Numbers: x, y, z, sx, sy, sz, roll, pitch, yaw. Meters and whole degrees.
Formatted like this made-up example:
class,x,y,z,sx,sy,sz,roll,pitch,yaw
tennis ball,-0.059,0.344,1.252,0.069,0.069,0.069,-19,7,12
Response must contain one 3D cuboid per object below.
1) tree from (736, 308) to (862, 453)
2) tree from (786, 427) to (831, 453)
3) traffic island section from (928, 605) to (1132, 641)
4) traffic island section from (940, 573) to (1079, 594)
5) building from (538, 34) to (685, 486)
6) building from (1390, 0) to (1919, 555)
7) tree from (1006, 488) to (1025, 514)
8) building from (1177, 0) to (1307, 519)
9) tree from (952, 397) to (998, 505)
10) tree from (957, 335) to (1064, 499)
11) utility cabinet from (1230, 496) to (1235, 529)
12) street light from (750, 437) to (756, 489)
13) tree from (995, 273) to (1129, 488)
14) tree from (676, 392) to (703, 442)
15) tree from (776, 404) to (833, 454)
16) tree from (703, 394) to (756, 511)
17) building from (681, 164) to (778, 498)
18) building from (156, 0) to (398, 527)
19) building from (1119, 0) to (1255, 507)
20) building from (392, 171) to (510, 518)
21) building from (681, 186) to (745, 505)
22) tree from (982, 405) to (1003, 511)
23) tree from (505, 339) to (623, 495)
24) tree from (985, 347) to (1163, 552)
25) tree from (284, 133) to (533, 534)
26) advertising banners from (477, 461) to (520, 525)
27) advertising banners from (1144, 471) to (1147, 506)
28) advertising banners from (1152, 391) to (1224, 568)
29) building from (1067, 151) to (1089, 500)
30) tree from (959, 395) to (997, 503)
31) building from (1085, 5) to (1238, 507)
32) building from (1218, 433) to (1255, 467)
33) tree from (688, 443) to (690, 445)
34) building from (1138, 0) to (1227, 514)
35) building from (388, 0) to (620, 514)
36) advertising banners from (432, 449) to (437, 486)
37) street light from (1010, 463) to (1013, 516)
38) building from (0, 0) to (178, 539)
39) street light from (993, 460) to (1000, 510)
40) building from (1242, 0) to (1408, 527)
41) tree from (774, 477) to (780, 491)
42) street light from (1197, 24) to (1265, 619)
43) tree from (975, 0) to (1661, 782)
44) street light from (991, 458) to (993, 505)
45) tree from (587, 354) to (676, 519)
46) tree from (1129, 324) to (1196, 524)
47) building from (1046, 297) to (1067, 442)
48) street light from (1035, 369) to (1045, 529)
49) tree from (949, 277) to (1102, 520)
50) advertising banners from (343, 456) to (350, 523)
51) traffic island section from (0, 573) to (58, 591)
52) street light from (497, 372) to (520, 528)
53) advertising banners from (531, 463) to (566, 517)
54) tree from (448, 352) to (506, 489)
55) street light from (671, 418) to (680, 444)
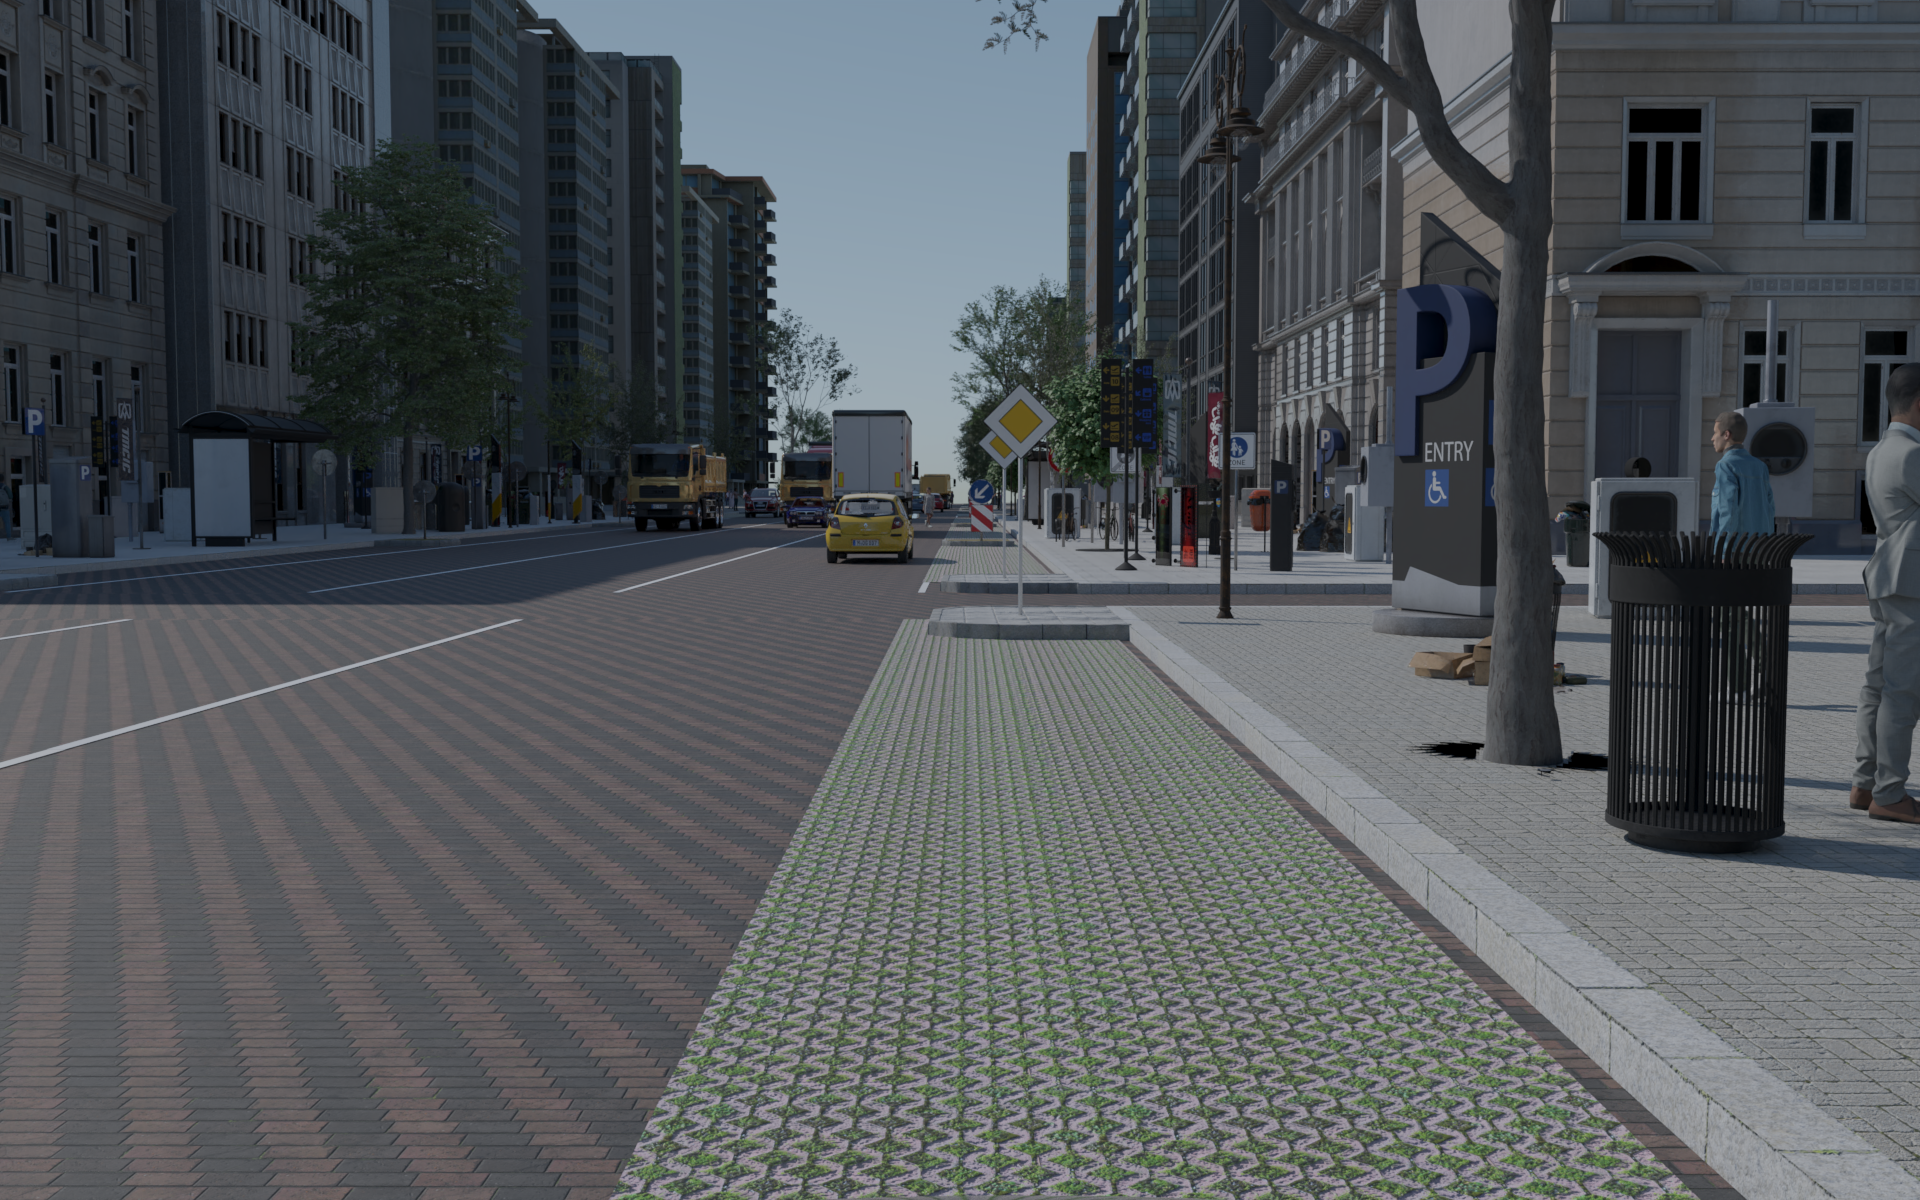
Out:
class,x,y,z,sx,sy,sz,roll,pitch,yaw
tree,-16.249,-19.476,174.320,12.611,20.169,13.585,0,3,0
tree,-17.367,-17.146,214.752,8.767,10.594,7.601,-1,4,-13
traffic island section,0.682,0.240,18.365,2.009,0.180,2.903,0,4,0
traffic island section,0.716,-0.249,26.350,2.009,0.180,2.903,0,4,0
building,-33.163,-28.949,156.912,14.154,41.232,14.086,0,4,0
building,22.023,-15.645,41.706,20.117,28.700,13.634,0,4,0
tree,3.657,-7.175,111.908,1.663,3.219,1.824,0,3,0
building,19.535,-18.068,88.915,14.314,27.812,24.014,0,4,0
tree,3.784,-17.244,198.953,9.611,12.733,9.660,0,3,0
tree,3.493,-9.731,93.510,7.601,10.594,8.767,-3,5,-43
utility cabinet,9.587,-3.183,63.211,0.306,1.237,1.020,-3,4,-36
street light,-16.822,-10.273,140.754,0.468,5.910,1.993,0,4,0
tree,3.372,-6.619,58.584,4.360,8.622,3.978,0,3,0
tree,-17.437,-8.972,97.054,4.360,8.622,3.978,0,3,0
tree,-17.389,-16.735,199.373,9.928,11.665,9.643,0,3,0
tree,-17.361,-10.901,128.596,4.360,8.622,3.978,0,3,0
building,-36.359,-35.345,232.518,22.147,44.769,28.867,0,4,0
building,-32.311,-15.436,70.396,12.078,24.808,19.932,0,4,0
building,24.554,-31.731,138.412,23.786,49.044,30.456,0,4,0
building,-31.142,-13.793,90.137,10.561,19.102,19.286,0,4,0
building,-42.477,-31.430,205.758,32.217,40.220,23.993,0,4,0
tree,3.432,-11.151,132.681,4.737,8.622,4.395,0,3,0
tree,-18.051,-8.023,81.535,4.737,8.622,4.395,0,3,0
tree,3.257,-3.380,38.975,4.285,4.588,4.351,0,3,0
tree,-17.220,-8.382,55.173,7.486,12.596,7.792,0,3,0
advertising banners,-19.089,-4.577,71.017,2.074,3.025,0.090,0,4,2
advertising banners,7.263,-4.086,62.989,2.074,3.025,0.090,2,4,28
advertising banners,4.000,-2.085,30.285,0.090,3.025,2.074,-2,4,-29
building,19.807,-32.159,209.388,14.154,41.232,14.086,0,4,0
tree,4.376,-18.824,214.425,9.857,13.997,8.962,0,3,0
building,19.076,-31.237,160.835,14.600,45.320,14.200,0,4,0
building,26.141,-23.632,231.415,27.650,21.520,28.899,0,4,0
tree,-17.423,-7.776,110.850,4.285,4.588,4.351,0,3,0
building,18.793,-26.451,116.073,14.154,41.232,14.086,0,4,0
building,-41.505,-27.271,137.756,32.217,40.220,23.993,0,4,0
advertising banners,-20.222,-4.350,67.304,0.090,3.025,2.074,-2,4,-29
street light,2.985,-7.821,100.656,0.468,5.910,1.993,0,4,0
building,-33.181,-15.311,47.590,12.463,27.353,25.104,0,4,0
street light,3.126,-10.164,138.973,0.468,5.910,1.993,0,4,0
building,18.967,-13.620,64.480,13.314,21.916,24.055,0,4,0
tree,-16.698,-10.395,164.557,1.663,3.219,1.824,0,3,0
street light,2.738,-2.748,17.712,0.468,5.910,1.993,0,4,0
tree,2.559,-5.967,7.932,12.009,13.543,11.850,0,3,0
street light,3.353,-12.467,176.630,0.468,5.910,1.993,0,4,0
tree,-17.375,-8.571,90.501,4.360,8.622,3.978,0,3,0
tree,8.303,-7.590,74.461,4.360,8.622,3.978,0,3,0
building,19.509,-29.456,253.307,14.160,30.474,14.107,0,4,0
street light,2.902,-5.517,62.998,0.468,5.910,1.993,0,4,0
tree,3.213,-9.689,84.166,9.928,11.665,9.643,0,3,0
advertising banners,-25.157,-4.581,71.094,0.090,3.025,2.074,-1,4,-12
traffic island section,-15.225,-0.253,26.422,2.009,0.180,2.903,0,4,0
street light,-17.074,-5.676,65.586,0.468,5.910,1.993,0,4,0
advertising banners,-23.005,-6.157,96.847,2.074,3.025,0.090,0,4,5
tree,-23.421,-8.276,85.672,4.737,8.622,4.395,0,3,0
street light,-16.882,-7.970,103.096,0.468,5.910,1.993,0,4,0
